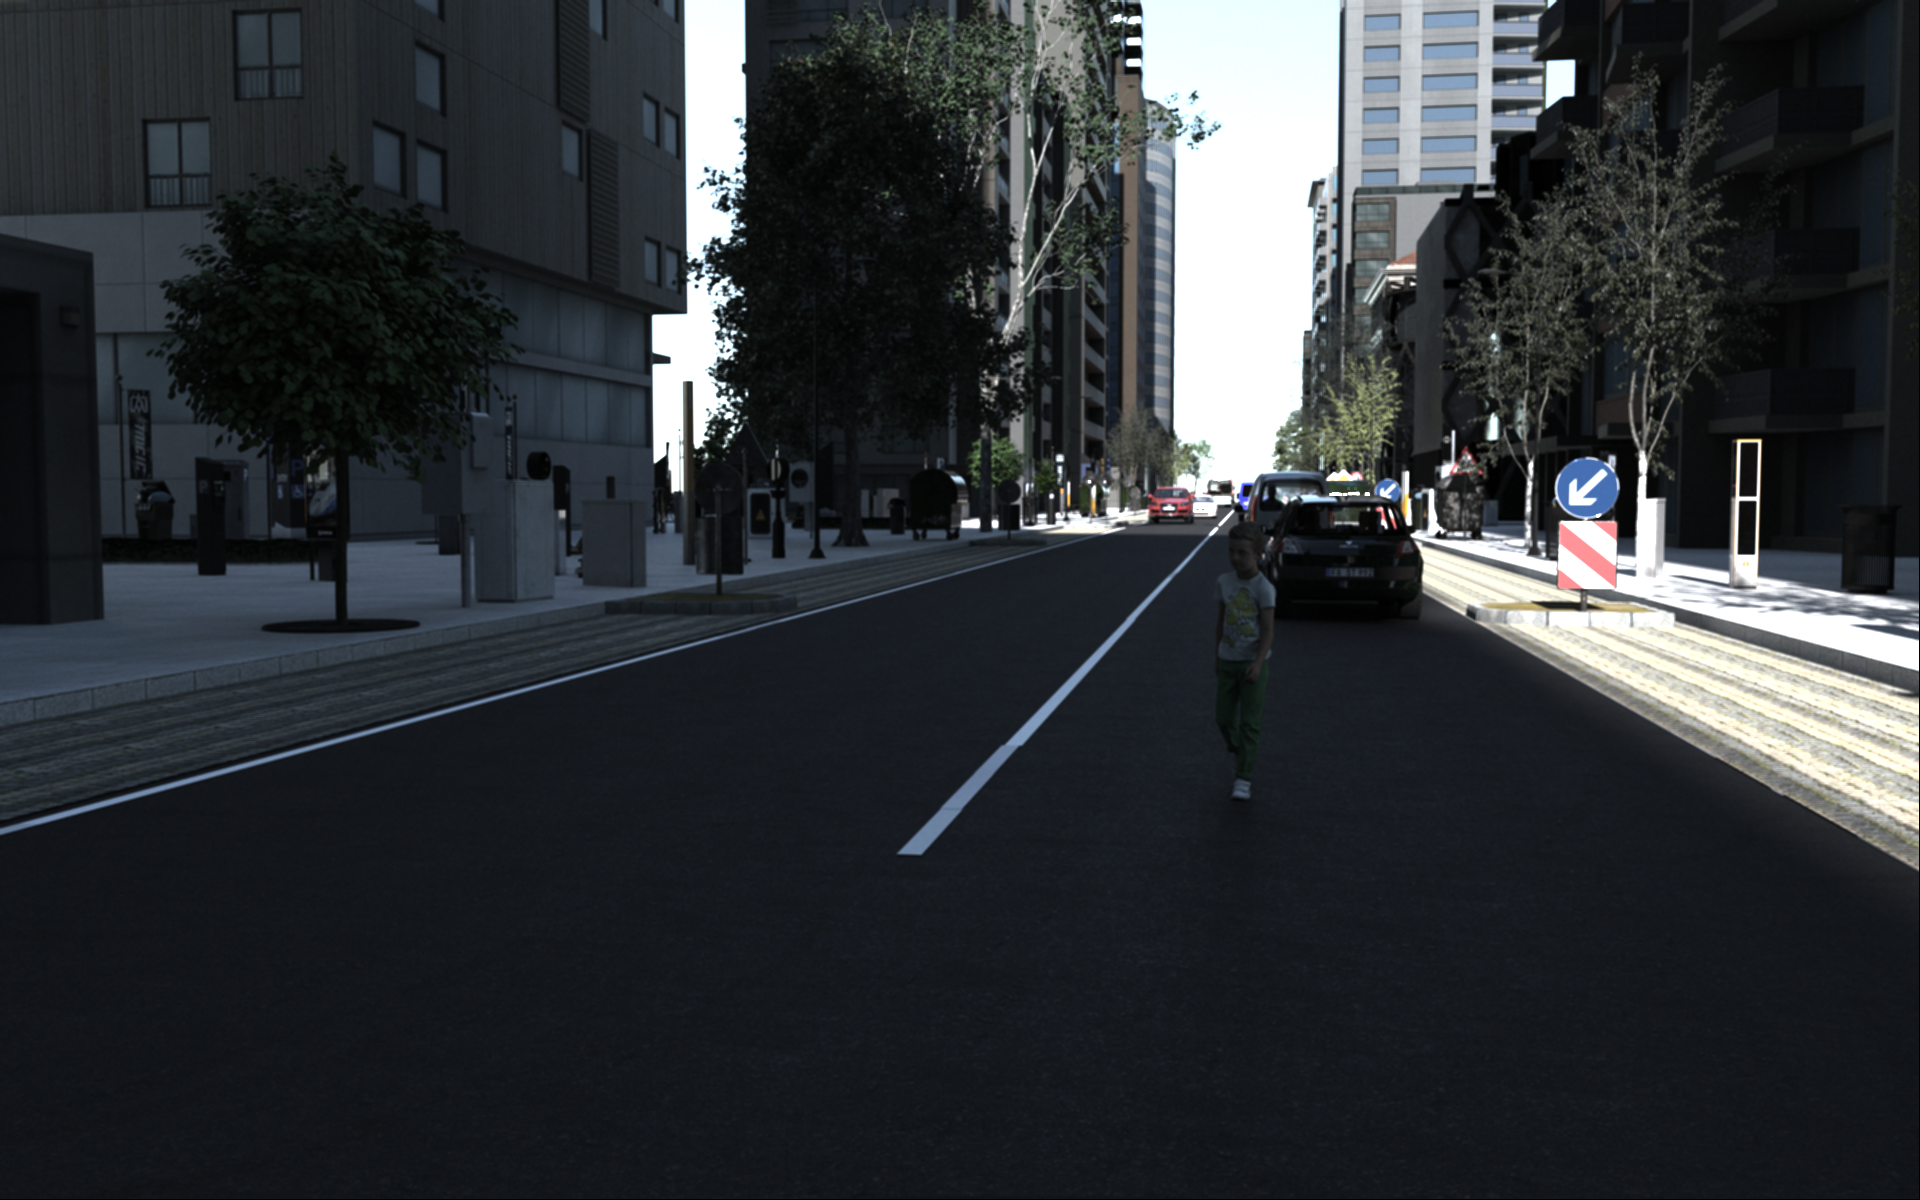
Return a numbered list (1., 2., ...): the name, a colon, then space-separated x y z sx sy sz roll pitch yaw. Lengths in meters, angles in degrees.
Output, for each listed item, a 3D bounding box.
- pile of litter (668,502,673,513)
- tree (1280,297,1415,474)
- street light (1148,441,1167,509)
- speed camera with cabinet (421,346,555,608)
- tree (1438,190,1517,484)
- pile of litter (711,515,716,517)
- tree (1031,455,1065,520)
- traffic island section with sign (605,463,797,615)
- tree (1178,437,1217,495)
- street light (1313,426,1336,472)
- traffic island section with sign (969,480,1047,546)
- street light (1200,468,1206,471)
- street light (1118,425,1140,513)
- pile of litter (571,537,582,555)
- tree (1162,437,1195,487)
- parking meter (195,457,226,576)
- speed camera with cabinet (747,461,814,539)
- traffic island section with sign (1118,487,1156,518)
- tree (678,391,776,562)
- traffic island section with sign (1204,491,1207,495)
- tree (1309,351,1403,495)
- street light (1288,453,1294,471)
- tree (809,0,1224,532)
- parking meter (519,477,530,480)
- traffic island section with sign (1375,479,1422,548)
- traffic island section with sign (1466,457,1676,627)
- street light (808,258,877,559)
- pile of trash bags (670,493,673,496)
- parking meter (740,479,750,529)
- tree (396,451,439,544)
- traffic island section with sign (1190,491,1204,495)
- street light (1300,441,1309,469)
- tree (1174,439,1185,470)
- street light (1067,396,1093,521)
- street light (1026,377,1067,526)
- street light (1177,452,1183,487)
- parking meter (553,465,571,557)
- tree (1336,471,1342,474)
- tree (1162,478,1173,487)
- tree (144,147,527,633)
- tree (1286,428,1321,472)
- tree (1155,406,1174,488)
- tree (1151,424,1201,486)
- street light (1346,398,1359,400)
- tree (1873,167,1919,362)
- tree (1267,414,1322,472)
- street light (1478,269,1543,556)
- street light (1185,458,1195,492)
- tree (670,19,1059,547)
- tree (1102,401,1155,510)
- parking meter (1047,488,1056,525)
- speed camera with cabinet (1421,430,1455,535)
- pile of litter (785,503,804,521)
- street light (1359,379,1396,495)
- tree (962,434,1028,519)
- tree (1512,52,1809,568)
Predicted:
1. pile of litter: -19.100 -6.144 114.415 1.176 0.858 1.719 -3 4 -38
2. tree: 24.991 -12.076 107.819 12.009 13.543 11.850 0 3 0
3. street light: 17.905 -11.221 156.006 1.470 5.913 1.316 1 4 9
4. speed camera with cabinet: -5.527 -1.591 20.350 0.660 3.252 2.038 1 4 16
5. tree: 13.385 -5.528 40.747 4.360 8.622 3.978 0 3 0
6. pile of litter: -12.188 -4.638 89.796 1.719 0.858 1.176 2 4 24
7. tree: 4.209 -5.494 84.431 1.663 3.219 1.824 0 3 0
8. traffic island section with sign: -3.093 -0.779 21.364 1.989 1.847 2.006 1 4 9
9. tree: 42.715 -23.679 312.906 9.928 11.665 9.643 0 3 0
10. street light: 25.016 -8.897 118.002 1.470 5.913 1.316 1 4 9
11. traffic island section with sign: 1.372 -2.421 48.209 1.989 1.847 2.006 1 4 9
12. street light: 37.514 -18.364 272.786 1.470 5.913 1.316 1 4 9
13. street light: 11.374 -8.815 116.664 1.470 5.913 1.316 1 4 9
14. pile of litter: -7.902 -1.400 36.850 1.176 0.858 1.719 -3 4 -38
15. tree: 27.711 -16.505 220.218 4.737 8.622 4.395 0 3 0
16. parking meter: -11.836 -1.325 27.375 0.399 1.863 0.255 1 4 22
17. speed camera with cabinet: -5.101 -3.385 49.686 2.038 3.252 0.660 1 4 22
18. traffic island section with sign: 10.370 -5.712 102.025 1.989 1.847 2.006 1 4 9
19. tree: -4.607 -2.339 32.844 1.663 3.219 1.824 0 3 0
20. traffic island section with sign: 41.175 -17.003 286.625 1.989 1.847 2.006 1 4 9
21. tree: 20.676 -8.440 88.349 4.737 8.622 4.395 0 3 0
22. street light: 37.747 -13.523 193.634 1.470 5.913 1.316 1 4 9
23. tree: 1.646 -12.279 56.647 12.611 20.169 13.585 0 3 0
24. parking meter: -6.367 -1.064 25.801 0.372 1.533 0.369 0 3 0
25. traffic island section with sign: 11.330 -2.322 46.587 1.989 1.847 2.006 1 4 9
26. traffic island section with sign: 6.820 -0.669 19.571 1.989 1.847 2.006 1 4 9
27. street light: -2.316 -3.774 34.249 1.470 5.913 1.316 1 4 9
28. pile of trash bags: -24.311 -7.809 137.435 3.447 1.369 1.912 -2 4 -30
29. parking meter: -7.828 -3.513 63.154 0.399 1.863 0.255 -1 4 -10
30. tree: -13.398 -3.055 44.545 1.663 3.219 1.824 0 3 0
31. traffic island section with sign: 27.682 -12.058 205.780 1.989 1.847 2.006 1 4 9
32. street light: 31.835 -11.381 158.616 1.470 5.913 1.316 1 4 9
33. tree: 19.058 -13.129 165.020 4.360 8.622 3.978 0 3 0
34. street light: 5.582 -6.691 81.943 1.470 5.913 1.316 1 4 9
35. street light: 3.327 -5.886 68.776 1.470 5.913 1.316 1 4 9
36. street light: 23.641 -13.328 190.458 1.470 5.913 1.316 1 4 9
37. parking meter: -8.174 -1.826 35.568 0.255 1.863 0.399 0 4 7
38. tree: 28.518 -8.287 130.095 1.663 3.219 1.824 0 3 0
39. tree: 23.682 -12.278 195.345 1.663 3.219 1.824 0 3 0
40. tree: -5.893 -2.003 16.466 4.285 4.588 4.351 0 3 0
41. tree: 37.430 -14.558 188.383 4.360 8.622 3.978 0 3 0
42. tree: 14.693 -11.896 144.855 4.360 8.622 3.978 0 3 0
43. tree: 28.774 -18.151 231.178 8.767 10.594 7.601 -3 5 -40
44. street light: 19.288 -6.791 83.573 1.470 5.913 1.316 1 4 9
45. tree: 17.904 -4.828 29.307 4.737 8.622 4.395 0 3 0
46. tree: 45.273 -19.333 234.222 7.486 12.596 7.792 0 3 0
47. street light: 11.379 -3.870 35.821 1.470 5.913 1.316 1 4 9
48. street light: 31.552 -16.238 238.027 1.470 5.913 1.316 1 4 9
49. tree: -2.641 -7.672 42.447 9.611 12.733 9.660 0 3 0
50. tree: 13.414 -11.554 139.262 4.360 8.622 3.978 0 3 0
51. parking meter: 3.808 -3.901 72.186 0.372 1.533 0.369 0 3 0
52. speed camera with cabinet: 15.106 -3.683 54.548 0.660 3.252 2.038 0 4 -2
53. pile of litter: -7.904 -4.233 83.175 1.176 0.858 1.719 1 4 18
54. street light: 17.051 -5.977 70.259 1.470 5.913 1.316 1 4 9
55. tree: 1.788 -6.413 88.560 4.285 4.588 4.351 0 3 0
56. tree: 12.025 -4.855 29.740 4.360 8.622 3.978 0 3 0
